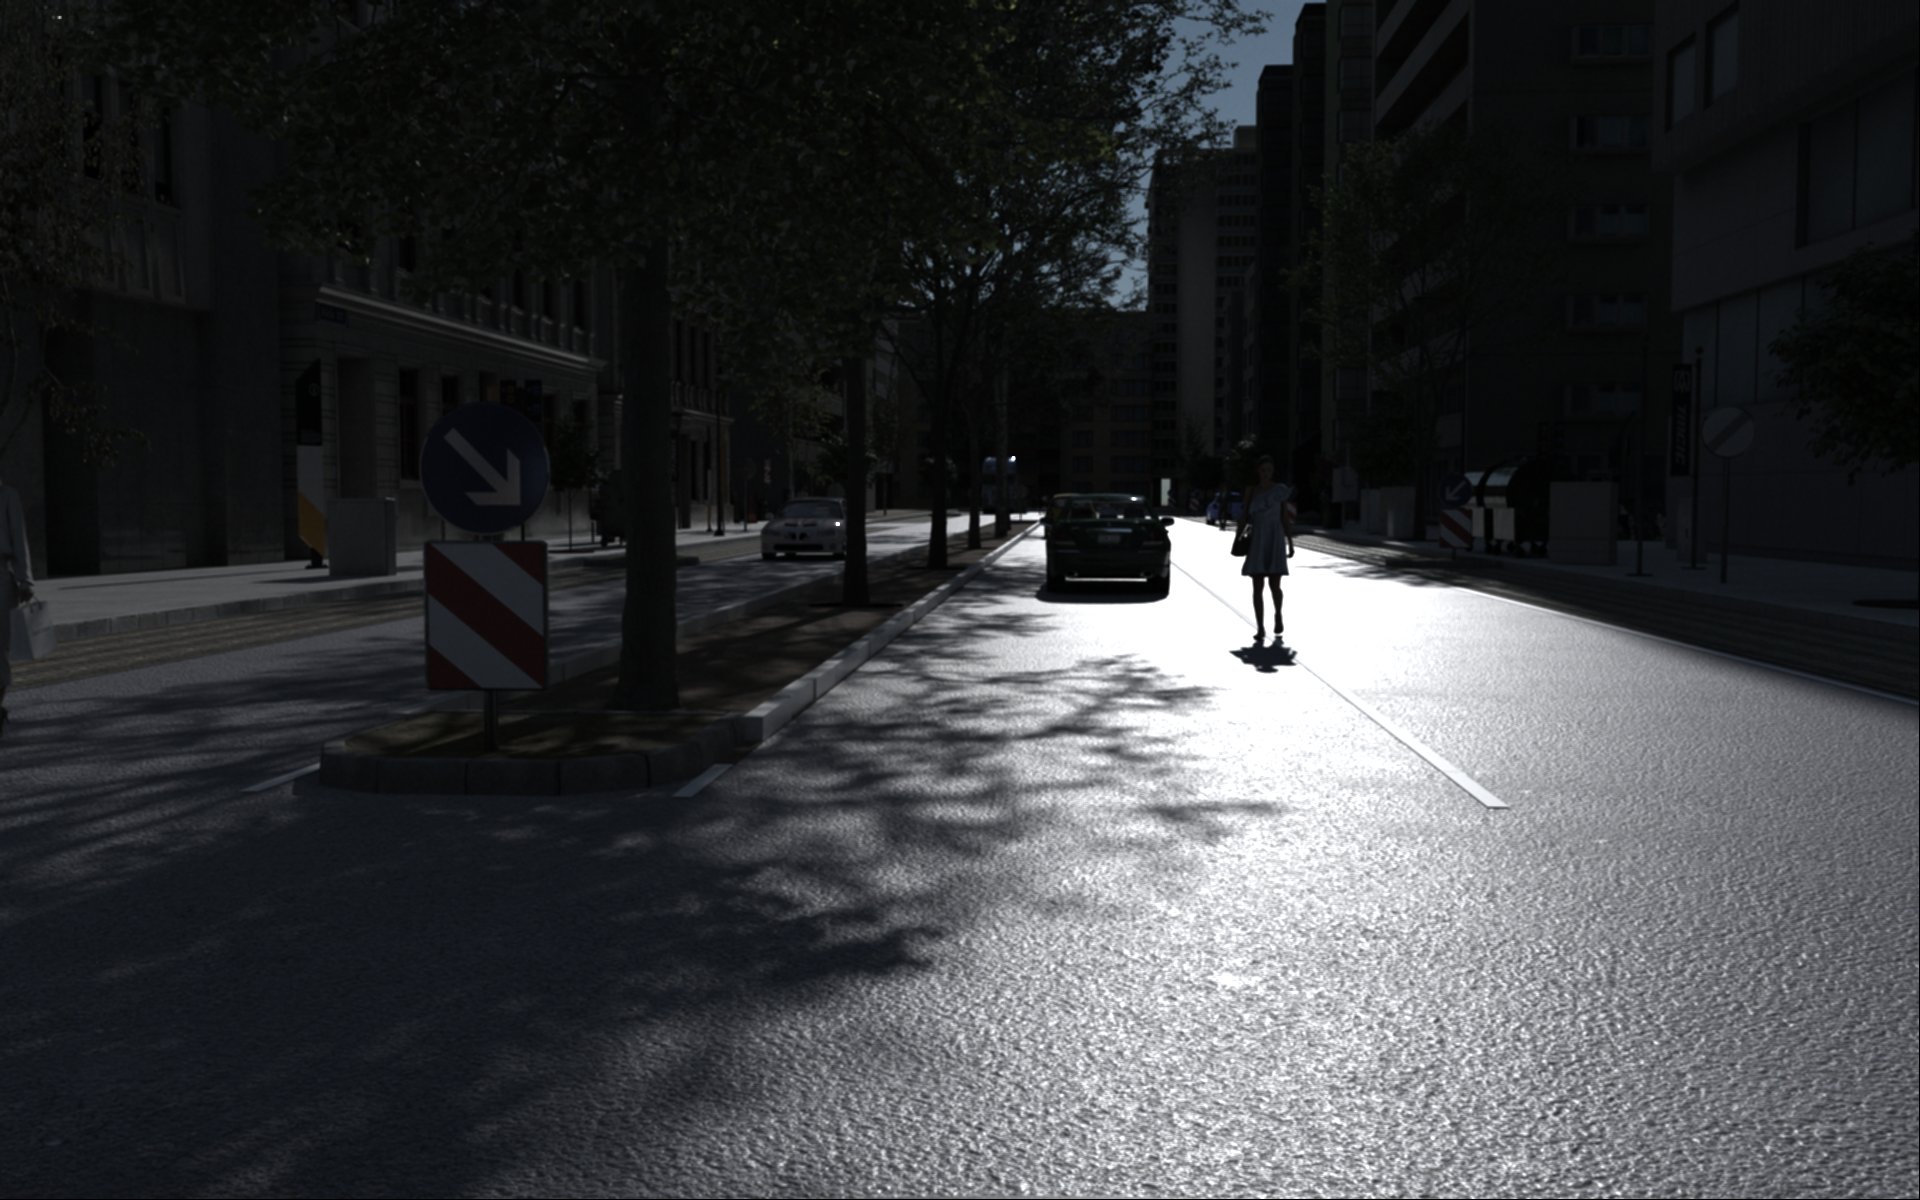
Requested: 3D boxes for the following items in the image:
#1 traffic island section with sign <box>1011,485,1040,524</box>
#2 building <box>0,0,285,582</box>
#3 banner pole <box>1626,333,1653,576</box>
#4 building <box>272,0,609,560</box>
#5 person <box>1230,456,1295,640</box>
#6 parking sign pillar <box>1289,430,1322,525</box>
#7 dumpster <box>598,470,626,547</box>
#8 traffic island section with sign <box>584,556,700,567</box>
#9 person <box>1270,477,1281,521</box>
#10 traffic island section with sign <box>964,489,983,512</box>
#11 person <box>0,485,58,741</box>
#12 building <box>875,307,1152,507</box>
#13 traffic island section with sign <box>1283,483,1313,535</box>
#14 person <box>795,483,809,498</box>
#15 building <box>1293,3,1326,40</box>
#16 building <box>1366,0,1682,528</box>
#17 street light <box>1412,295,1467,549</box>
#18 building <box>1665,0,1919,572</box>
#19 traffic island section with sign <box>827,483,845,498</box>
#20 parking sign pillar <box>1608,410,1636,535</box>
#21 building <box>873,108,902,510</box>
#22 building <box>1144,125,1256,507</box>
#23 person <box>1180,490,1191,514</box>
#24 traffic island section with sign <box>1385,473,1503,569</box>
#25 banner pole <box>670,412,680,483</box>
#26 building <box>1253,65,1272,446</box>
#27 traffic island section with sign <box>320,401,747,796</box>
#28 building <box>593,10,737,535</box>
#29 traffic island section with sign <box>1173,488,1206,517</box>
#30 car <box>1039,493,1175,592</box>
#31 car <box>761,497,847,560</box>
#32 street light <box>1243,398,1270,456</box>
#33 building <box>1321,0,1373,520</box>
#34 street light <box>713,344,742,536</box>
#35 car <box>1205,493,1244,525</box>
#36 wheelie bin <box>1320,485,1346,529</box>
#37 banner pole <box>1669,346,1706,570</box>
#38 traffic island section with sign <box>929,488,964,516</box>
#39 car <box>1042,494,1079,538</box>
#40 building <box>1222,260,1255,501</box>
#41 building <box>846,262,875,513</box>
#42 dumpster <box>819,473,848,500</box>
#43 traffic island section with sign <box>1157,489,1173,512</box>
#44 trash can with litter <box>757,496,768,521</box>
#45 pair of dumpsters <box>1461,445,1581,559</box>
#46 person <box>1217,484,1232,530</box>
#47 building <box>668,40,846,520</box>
[{"bbox_3d":[2.920,-4.648,84.136,2.006,1.907,1.989,0,4,4],"label":"traffic island section with sign"},{"bbox_3d":[-19.496,-12.514,22.627,12.078,24.808,19.932,0,4,4],"label":"building"},{"bbox_3d":[10.734,-2.277,27.246,0.401,3.779,0.863,1,4,22],"label":"banner pole"},{"bbox_3d":[-16.798,-12.664,43.208,11.583,22.565,21.152,0,4,4],"label":"building"},{"bbox_3d":[3.019,-0.530,17.258,0.616,1.811,0.778,1,4,22],"label":"person"},{"bbox_3d":[14.490,-5.155,72.763,1.447,3.967,1.447,-1,4,-14],"label":"parking sign pillar"},{"bbox_3d":[-8.154,-2.270,42.870,1.264,1.857,1.865,0,4,4],"label":"dumpster"},{"bbox_3d":[-6.309,-1.596,34.718,1.989,1.847,2.006,0,4,4],"label":"traffic island section with sign"},{"bbox_3d":[7.135,-1.907,39.704,0.581,1.822,0.654,2,4,24],"label":"person"},{"bbox_3d":[0.960,-7.975,139.019,1.989,1.847,2.006,0,4,4],"label":"traffic island section with sign"},{"bbox_3d":[-5.443,-0.054,9.734,0.694,1.780,0.624,0,4,5],"label":"person"},{"bbox_3d":[5.390,-20.784,184.853,28.899,21.520,27.650,0,4,4],"label":"building"},{"bbox_3d":[11.322,-3.199,60.928,1.989,1.847,2.006,0,4,4],"label":"traffic island section with sign"},{"bbox_3d":[-5.271,-3.011,58.006,0.850,1.792,0.678,3,4,38],"label":"person"},{"bbox_3d":[27.021,-20.429,105.717,14.160,30.474,14.107,0,4,4],"label":"building"},{"bbox_3d":[28.836,-27.184,68.168,21.300,48.544,21.600,0,4,4],"label":"building"},{"bbox_3d":[11.260,-4.164,40.618,1.470,5.913,1.316,0,4,4],"label":"street light"},{"bbox_3d":[27.861,-26.621,24.486,27.495,52.752,28.713,0,4,4],"label":"building"},{"bbox_3d":[-4.427,-3.247,61.719,1.989,1.847,2.006,0,4,4],"label":"traffic island section with sign"},{"bbox_3d":[21.094,-4.082,55.219,1.447,3.967,1.447,3,5,40],"label":"parking sign pillar"},{"bbox_3d":[-17.303,-27.613,143.350,23.993,40.220,32.217,0,4,4],"label":"building"},{"bbox_3d":[32.043,-30.166,185.096,23.993,40.220,32.217,0,4,4],"label":"building"},{"bbox_3d":[15.346,-6.565,116.560,1.217,1.735,0.721,-2,4,-27],"label":"person"},{"bbox_3d":[9.457,-1.554,34.037,1.989,1.847,2.006,0,4,4],"label":"traffic island section with sign"},{"bbox_3d":[-7.785,-3.457,46.542,0.401,3.779,0.863,-3,5,-43],"label":"banner pole"},{"bbox_3d":[27.265,-21.299,119.944,14.160,30.474,14.107,0,4,4],"label":"building"},{"bbox_3d":[-2.293,-0.064,9.178,2.006,1.907,1.989,0,4,4],"label":"traffic island section with sign"},{"bbox_3d":[-14.823,-12.158,63.406,10.561,19.102,19.286,0,4,4],"label":"building"},{"bbox_3d":[14.773,-6.226,110.429,1.989,1.847,2.006,0,4,4],"label":"traffic island section with sign"},{"bbox_3d":[2.274,-0.915,26.754,2.131,1.459,4.920,0,4,4],"label":"car"},{"bbox_3d":[-3.295,-1.647,39.293,2.083,1.381,4.827,0,4,4],"label":"car"},{"bbox_3d":[14.318,-6.785,83.471,1.470,5.913,1.316,0,4,4],"label":"street light"},{"bbox_3d":[26.114,-24.932,91.226,14.154,41.232,14.086,0,4,4],"label":"building"},{"bbox_3d":[-6.823,-4.906,52.753,1.470,5.913,1.316,0,4,4],"label":"street light"},{"bbox_3d":[12.449,-4.364,80.936,1.945,1.707,3.694,0,4,3],"label":"car"},{"bbox_3d":[13.630,-3.400,63.490,0.980,1.594,0.693,-1,4,-17],"label":"wheelie bin"},{"bbox_3d":[12.329,-2.407,29.375,0.863,3.779,0.401,-2,4,-27],"label":"banner pole"},{"bbox_3d":[-0.957,-6.296,111.562,1.989,1.847,2.006,0,4,4],"label":"traffic island section with sign"},{"bbox_3d":[3.706,-2.901,57.663,2.015,1.641,3.980,0,4,5],"label":"car"},{"bbox_3d":[36.464,-18.107,141.094,27.650,21.520,28.899,0,4,4],"label":"building"},{"bbox_3d":[-13.433,-26.343,114.302,14.154,41.232,14.086,0,4,4],"label":"building"},{"bbox_3d":[-5.600,-4.670,78.843,1.502,2.255,1.985,0,4,4],"label":"dumpster"},{"bbox_3d":[16.649,-7.871,137.319,1.989,1.847,2.006,0,4,4],"label":"traffic island section with sign"},{"bbox_3d":[-9.648,-4.344,82.415,1.055,1.170,0.624,0,4,-1],"label":"trash can with litter"},{"bbox_3d":[11.697,-2.072,36.368,1.574,2.255,4.437,0,4,4],"label":"pair of dumpsters"},{"bbox_3d":[10.624,-3.737,69.567,0.622,1.834,0.822,1,4,19],"label":"person"},{"bbox_3d":[-18.388,-28.894,96.116,21.300,48.544,21.600,0,4,4],"label":"building"}]
